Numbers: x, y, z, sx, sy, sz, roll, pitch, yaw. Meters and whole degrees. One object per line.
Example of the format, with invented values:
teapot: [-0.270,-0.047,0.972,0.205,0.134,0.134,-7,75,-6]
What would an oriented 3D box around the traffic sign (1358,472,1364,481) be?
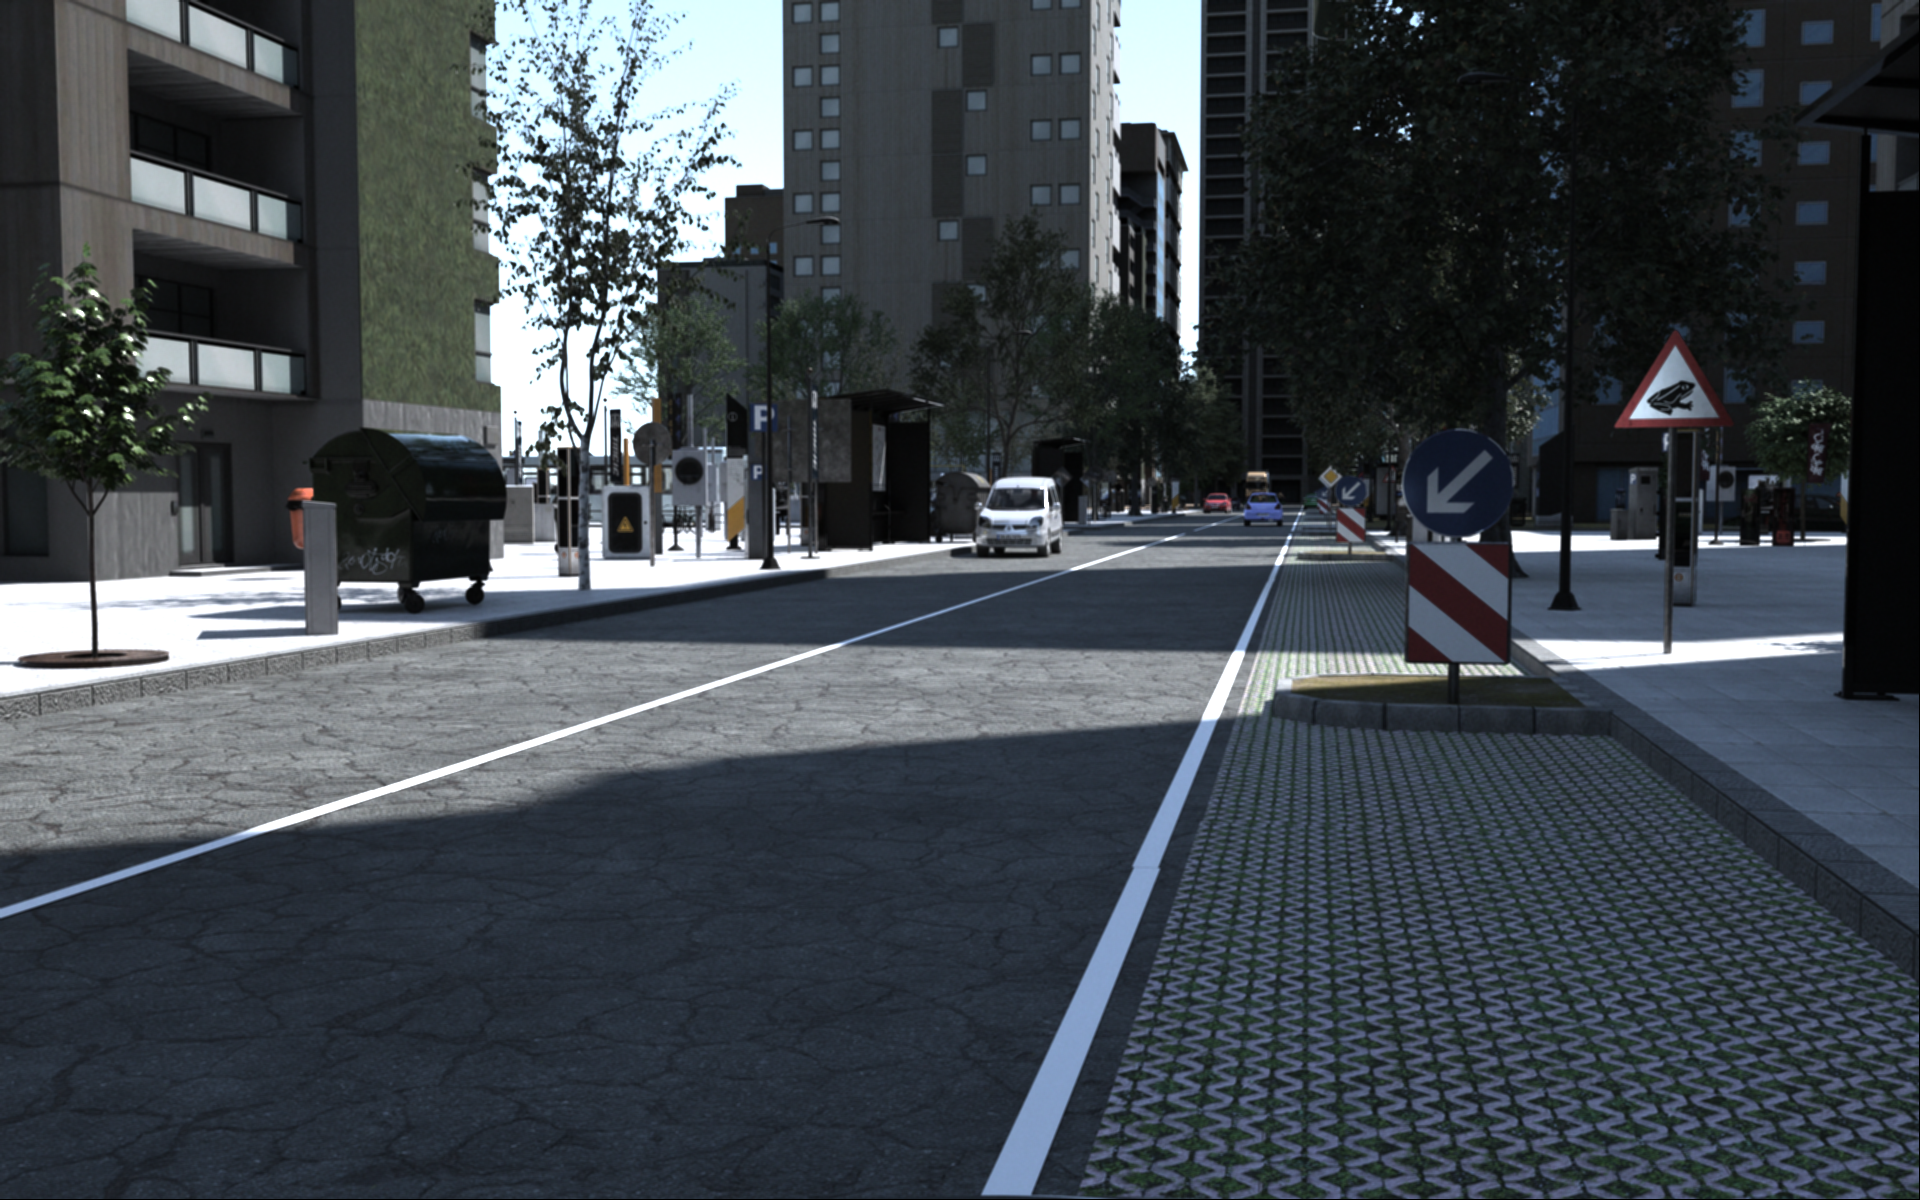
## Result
traffic sign: [22.671,-5.925,96.980,0.768,2.556,0.104,1,4,13]

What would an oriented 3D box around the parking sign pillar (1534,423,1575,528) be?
parking sign pillar: [22.714,-4.749,66.114,1.447,3.967,1.447,0,4,1]

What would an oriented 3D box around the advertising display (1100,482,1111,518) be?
advertising display: [7.738,-5.329,92.343,0.123,1.923,0.974,-2,4,-26]

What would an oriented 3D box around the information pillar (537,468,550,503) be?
information pillar: [-11.958,-2.769,49.763,0.304,2.012,0.304,0,4,1]

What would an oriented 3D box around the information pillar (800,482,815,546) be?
information pillar: [-3.777,-2.353,42.957,0.304,2.012,0.304,1,4,12]

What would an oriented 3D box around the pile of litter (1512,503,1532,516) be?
pile of litter: [32.450,-5.246,99.744,1.719,0.858,1.176,3,4,36]

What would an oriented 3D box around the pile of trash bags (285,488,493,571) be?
pile of trash bags: [-9.234,-1.093,27.621,1.912,1.369,3.447,2,4,28]

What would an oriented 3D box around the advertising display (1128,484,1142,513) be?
advertising display: [11.017,-6.368,109.326,0.974,1.923,0.123,-2,4,-28]

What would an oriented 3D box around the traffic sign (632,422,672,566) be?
traffic sign: [-5.456,-1.868,30.650,0.768,2.556,0.104,1,4,16]

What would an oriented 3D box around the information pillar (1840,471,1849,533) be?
information pillar: [29.133,-4.007,56.877,0.183,3.616,0.504,0,4,-7]

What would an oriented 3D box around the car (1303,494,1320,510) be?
car: [32.244,-9.113,157.799,1.959,1.807,4.718,1,4,13]

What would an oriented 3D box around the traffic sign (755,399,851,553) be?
traffic sign: [-3.402,-2.661,37.380,2.265,3.308,0.079,1,4,20]

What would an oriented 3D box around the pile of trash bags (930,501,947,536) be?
pile of trash bags: [-0.024,-2.703,53.943,1.912,1.369,3.447,1,4,12]

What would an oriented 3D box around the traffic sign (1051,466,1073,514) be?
traffic sign: [3.634,-3.562,61.873,0.795,2.450,0.064,1,4,11]

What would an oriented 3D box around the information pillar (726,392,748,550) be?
information pillar: [-5.148,-2.973,39.956,0.504,3.616,0.183,0,4,-2]

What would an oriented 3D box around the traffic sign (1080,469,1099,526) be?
traffic sign: [5.209,-4.040,69.702,0.795,2.450,0.064,1,4,11]

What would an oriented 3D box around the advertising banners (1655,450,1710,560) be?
advertising banners: [14.353,-2.327,34.234,2.074,3.025,0.090,-3,5,-39]

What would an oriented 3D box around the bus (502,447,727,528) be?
bus: [-15.452,-4.607,70.188,13.247,3.499,2.948,1,4,12]

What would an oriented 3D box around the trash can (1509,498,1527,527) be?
trash can: [21.927,-3.456,68.151,0.748,1.137,0.748,0,3,0]

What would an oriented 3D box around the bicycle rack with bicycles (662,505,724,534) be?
bicycle rack with bicycles: [-8.813,-2.660,56.865,2.852,0.926,2.925,-1,4,-21]

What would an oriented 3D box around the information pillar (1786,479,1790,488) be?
information pillar: [30.452,-4.422,63.662,0.183,3.616,0.504,1,4,21]

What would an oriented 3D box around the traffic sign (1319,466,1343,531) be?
traffic sign: [12.840,-3.447,60.007,0.795,2.450,0.064,1,4,11]

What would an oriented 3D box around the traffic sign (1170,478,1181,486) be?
traffic sign: [15.462,-7.611,124.547,0.768,2.556,0.104,1,4,13]

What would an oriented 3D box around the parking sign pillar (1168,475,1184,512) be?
parking sign pillar: [15.835,-8.532,127.976,1.447,3.967,1.447,1,4,14]

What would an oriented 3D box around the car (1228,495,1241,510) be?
car: [24.604,-8.854,157.345,1.945,1.354,3.894,1,4,11]

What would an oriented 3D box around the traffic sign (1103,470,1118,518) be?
traffic sign: [8.052,-5.672,92.839,0.768,2.556,0.104,1,4,12]

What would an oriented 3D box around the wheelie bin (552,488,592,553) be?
wheelie bin: [-8.327,-1.792,37.207,0.693,1.594,0.980,-3,4,-37]

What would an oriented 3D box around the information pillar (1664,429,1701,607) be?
information pillar: [8.255,-0.936,19.792,0.304,2.012,0.304,2,4,31]

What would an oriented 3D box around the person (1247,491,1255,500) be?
person: [26.859,-9.163,158.837,1.217,1.766,0.721,3,5,41]

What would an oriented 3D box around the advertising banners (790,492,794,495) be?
advertising banners: [-13.433,-8.406,133.620,0.090,3.025,2.074,2,4,35]

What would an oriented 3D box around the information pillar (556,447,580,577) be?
information pillar: [-6.054,-1.374,26.954,0.304,2.012,0.304,3,5,40]

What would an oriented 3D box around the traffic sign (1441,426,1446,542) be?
traffic sign: [9.326,-2.043,33.399,0.884,2.594,0.081,1,4,20]

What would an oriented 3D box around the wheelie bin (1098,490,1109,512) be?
wheelie bin: [10.104,-6.966,121.799,0.980,1.594,0.693,3,4,37]

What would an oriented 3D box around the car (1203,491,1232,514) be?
car: [19.167,-7.325,128.804,2.155,1.783,4.494,1,4,13]

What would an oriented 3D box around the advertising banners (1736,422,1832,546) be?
advertising banners: [20.338,-2.850,42.781,2.074,3.025,0.090,2,4,30]

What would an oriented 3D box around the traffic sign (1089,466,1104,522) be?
traffic sign: [6.121,-4.794,78.494,0.768,2.556,0.104,1,4,18]

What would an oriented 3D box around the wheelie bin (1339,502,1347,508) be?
wheelie bin: [28.705,-7.446,129.652,0.693,1.594,0.980,0,4,8]

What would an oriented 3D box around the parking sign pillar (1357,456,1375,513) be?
parking sign pillar: [28.079,-8.016,119.532,1.447,3.967,1.447,1,4,20]

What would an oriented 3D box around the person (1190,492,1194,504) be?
person: [29.904,-13.102,223.265,0.990,1.755,0.434,-3,5,-45]

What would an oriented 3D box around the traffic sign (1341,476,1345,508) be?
traffic sign: [27.236,-7.494,122.630,0.768,2.556,0.104,1,4,16]

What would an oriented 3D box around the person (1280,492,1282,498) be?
person: [40.274,-12.801,217.757,0.705,1.831,1.348,0,4,3]

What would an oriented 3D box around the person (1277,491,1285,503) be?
person: [39.137,-12.442,211.934,1.348,1.823,0.705,3,5,40]

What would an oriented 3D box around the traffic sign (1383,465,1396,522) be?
traffic sign: [19.518,-4.782,78.195,0.884,2.594,0.081,1,4,20]

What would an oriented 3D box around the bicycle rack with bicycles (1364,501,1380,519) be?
bicycle rack with bicycles: [21.710,-4.709,90.379,2.852,0.926,2.925,0,4,-1]

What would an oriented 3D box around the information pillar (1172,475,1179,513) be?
information pillar: [14.268,-7.547,114.741,0.504,3.616,0.183,1,4,23]

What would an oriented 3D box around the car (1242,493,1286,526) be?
car: [13.735,-4.203,78.308,1.945,1.707,3.694,1,4,11]

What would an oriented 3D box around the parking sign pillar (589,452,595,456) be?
parking sign pillar: [-22.005,-7.129,105.039,1.447,3.967,1.447,-1,4,-12]

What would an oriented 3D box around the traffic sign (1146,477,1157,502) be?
traffic sign: [14.292,-7.905,129.347,0.768,2.556,0.104,1,4,13]

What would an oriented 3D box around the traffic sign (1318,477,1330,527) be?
traffic sign: [14.415,-3.926,67.836,0.795,2.450,0.064,1,4,11]

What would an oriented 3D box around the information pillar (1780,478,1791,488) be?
information pillar: [33.188,-3.986,69.668,0.304,2.012,0.304,-1,4,-18]

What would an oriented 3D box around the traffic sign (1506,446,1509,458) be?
traffic sign: [12.262,-2.438,39.969,0.768,2.556,0.104,1,4,19]

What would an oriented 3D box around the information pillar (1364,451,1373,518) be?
information pillar: [22.232,-6.305,94.446,0.504,3.616,0.183,0,4,7]

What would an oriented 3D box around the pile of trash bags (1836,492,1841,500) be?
pile of trash bags: [36.005,-3.599,68.595,3.447,1.369,1.912,-2,4,-24]

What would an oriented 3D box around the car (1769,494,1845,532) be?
car: [30.144,-3.110,60.638,4.222,1.686,2.009,1,4,13]

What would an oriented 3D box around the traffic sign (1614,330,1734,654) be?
traffic sign: [5.686,-0.847,13.846,0.884,2.594,0.081,1,4,17]
